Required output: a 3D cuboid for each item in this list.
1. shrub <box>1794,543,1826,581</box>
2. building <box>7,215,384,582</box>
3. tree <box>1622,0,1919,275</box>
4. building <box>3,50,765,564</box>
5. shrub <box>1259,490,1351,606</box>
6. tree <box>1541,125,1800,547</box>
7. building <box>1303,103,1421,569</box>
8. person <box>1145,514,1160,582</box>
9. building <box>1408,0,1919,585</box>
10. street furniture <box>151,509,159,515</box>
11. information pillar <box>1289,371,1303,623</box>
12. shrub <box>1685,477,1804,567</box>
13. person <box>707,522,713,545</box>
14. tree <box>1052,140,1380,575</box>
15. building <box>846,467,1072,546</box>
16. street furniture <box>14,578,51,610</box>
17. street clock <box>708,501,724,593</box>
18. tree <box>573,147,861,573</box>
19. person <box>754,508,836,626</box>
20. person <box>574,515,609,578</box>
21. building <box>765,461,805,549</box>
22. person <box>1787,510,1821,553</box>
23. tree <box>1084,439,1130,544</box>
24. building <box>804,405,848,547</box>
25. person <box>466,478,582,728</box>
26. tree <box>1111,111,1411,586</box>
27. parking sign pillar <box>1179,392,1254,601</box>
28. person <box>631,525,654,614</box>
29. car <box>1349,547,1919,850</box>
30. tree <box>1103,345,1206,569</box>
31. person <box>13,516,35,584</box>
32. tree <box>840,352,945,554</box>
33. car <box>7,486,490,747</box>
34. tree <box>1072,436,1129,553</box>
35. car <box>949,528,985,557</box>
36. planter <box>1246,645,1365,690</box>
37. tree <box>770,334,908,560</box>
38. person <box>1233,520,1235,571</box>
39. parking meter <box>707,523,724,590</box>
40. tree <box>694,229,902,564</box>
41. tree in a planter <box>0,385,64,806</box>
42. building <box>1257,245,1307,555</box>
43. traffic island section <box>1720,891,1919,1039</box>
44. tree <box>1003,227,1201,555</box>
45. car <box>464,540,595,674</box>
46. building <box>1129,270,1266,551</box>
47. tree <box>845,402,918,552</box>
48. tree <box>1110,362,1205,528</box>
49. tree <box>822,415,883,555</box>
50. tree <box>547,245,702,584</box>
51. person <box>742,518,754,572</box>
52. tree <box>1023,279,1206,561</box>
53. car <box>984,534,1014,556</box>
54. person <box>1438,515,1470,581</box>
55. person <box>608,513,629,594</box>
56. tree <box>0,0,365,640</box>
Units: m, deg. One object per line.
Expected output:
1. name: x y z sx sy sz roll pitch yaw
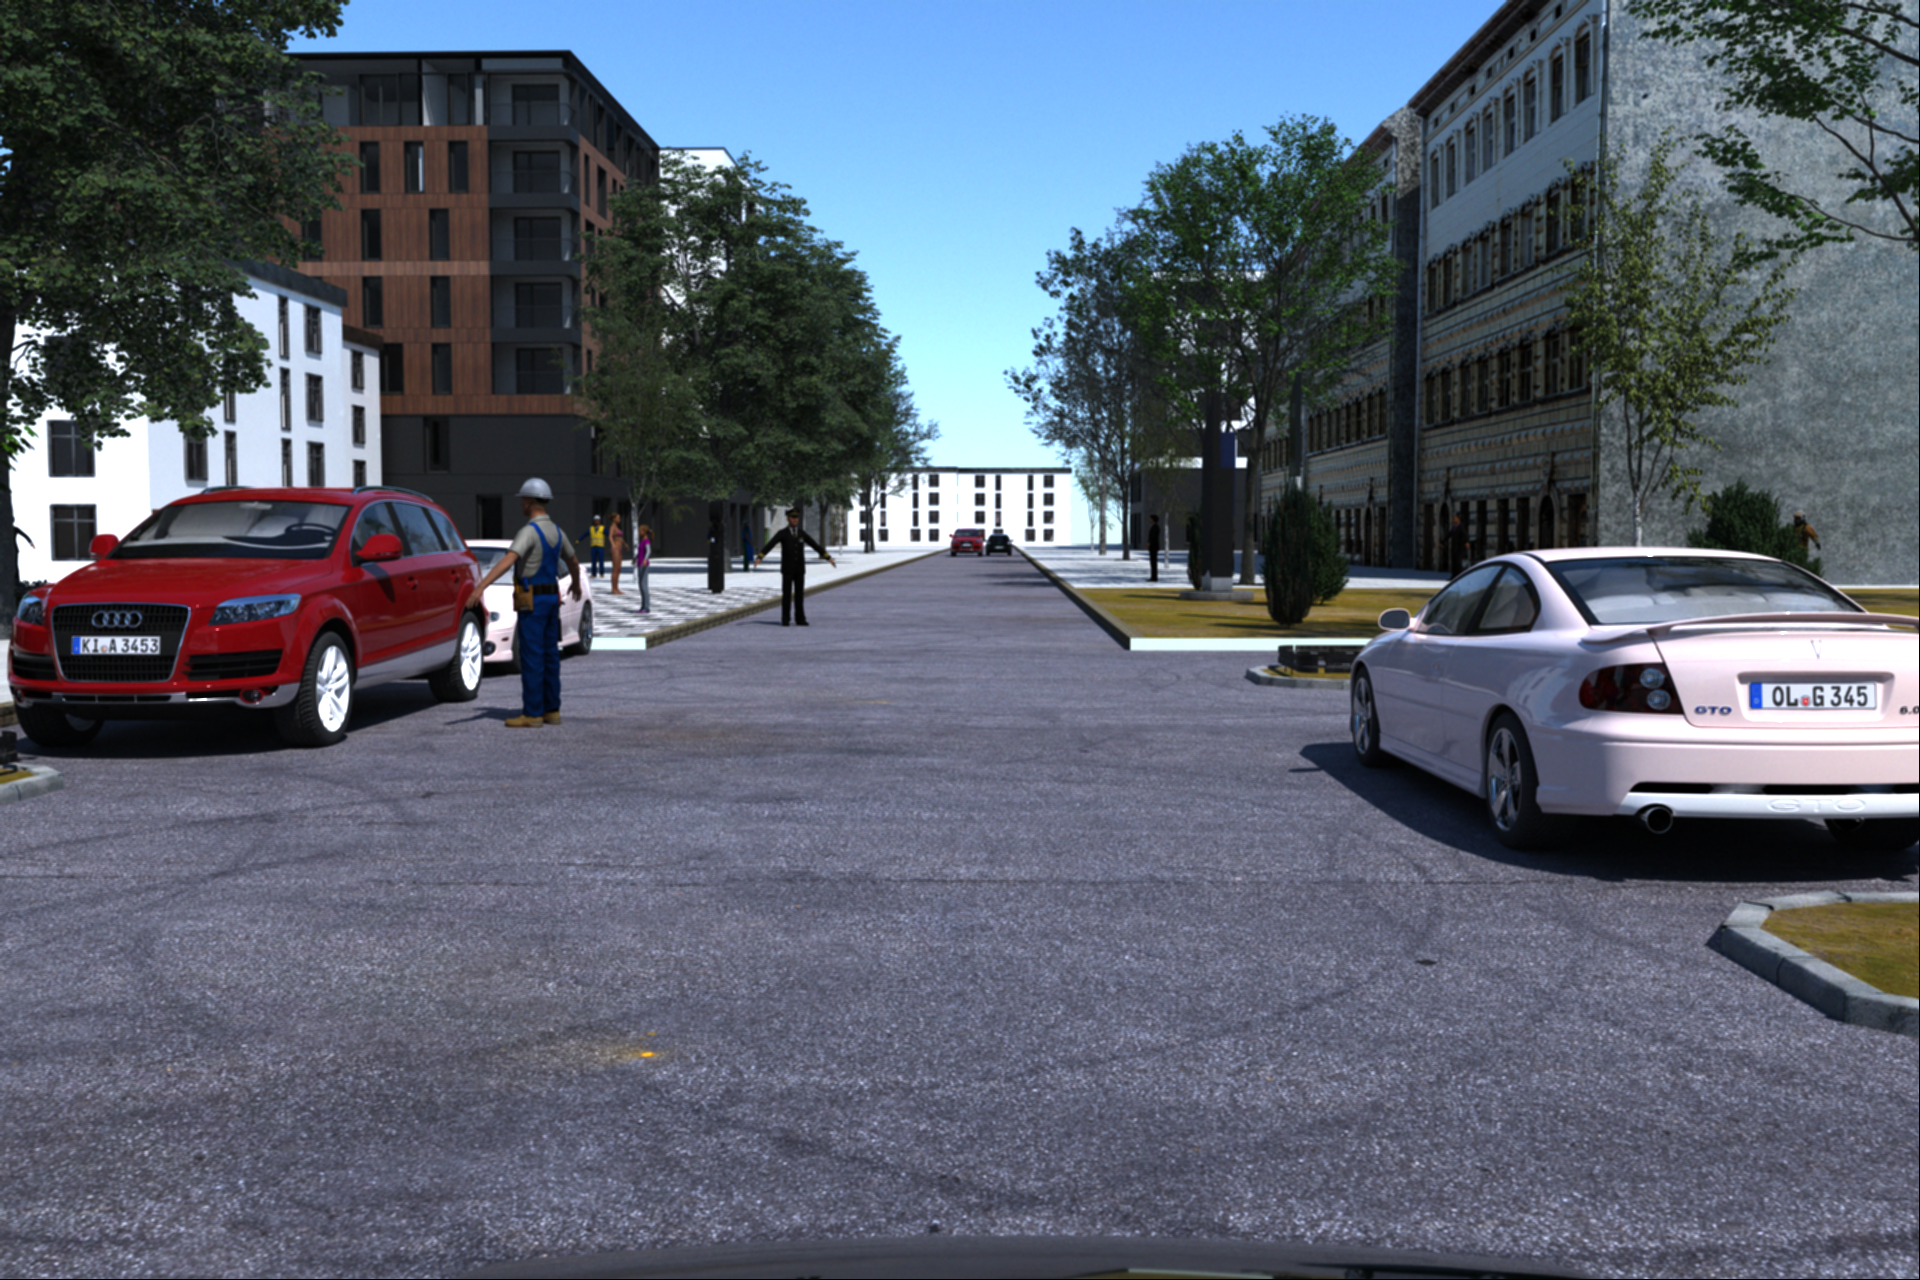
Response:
1. shrub: 12.550 -0.922 26.200 1.383 1.207 1.383 0 3 0
2. building: -25.593 -7.193 59.761 9.099 9.664 28.070 0 4 1
3. tree: 9.920 -5.527 16.123 9.928 11.665 9.643 0 3 0
4. building: -26.429 -15.057 90.164 27.936 21.610 32.646 0 4 2
5. shrub: 6.215 -1.660 31.178 1.661 2.075 1.752 0 3 0
6. tree: 12.614 -4.968 31.594 4.737 8.622 4.395 0 3 0
7. building: 25.394 -14.779 72.571 19.493 23.208 18.063 0 4 1
8. person: 5.181 -2.470 46.579 0.705 1.806 1.347 1 4 13
9. building: 25.272 -13.502 51.680 19.493 23.208 18.063 0 4 1
10. street furniture: -14.989 -1.736 35.232 11.010 1.723 9.812 -2 4 -25
11. information pillar: 4.861 -2.068 25.174 0.183 3.616 0.504 0 4 0
12. shrub: 10.856 -1.228 24.116 1.661 2.075 1.752 0 3 0
13. person: -7.955 -3.070 56.652 0.721 1.772 1.216 1 4 18
14. tree: 7.975 -8.785 53.998 12.009 13.543 11.850 0 3 0
15. building: -0.147 -16.607 216.126 28.070 9.664 9.099 0 4 4
16. street furniture: -14.882 -0.973 22.761 11.010 1.723 9.812 -2 4 -29
17. street clock: -5.261 -2.009 37.411 0.358 2.002 0.471 0 4 2
18. tree: -7.879 -9.156 56.358 9.857 13.997 8.962 0 3 0
19. person: -2.597 -1.141 27.049 1.347 1.837 0.705 -2 4 -25
20. person: -10.706 -2.760 51.094 1.349 1.833 0.705 0 4 6
21. building: -23.317 -17.077 145.665 16.747 18.905 31.486 0 4 2
22. person: 20.147 -2.193 41.621 0.705 1.858 1.354 -1 4 -23
23. tree: 20.539 -18.868 218.866 12.009 13.543 11.850 0 3 0
24. building: -22.119 -21.643 184.784 19.493 23.208 18.063 0 4 2
25. person: -3.183 -0.284 12.956 0.705 1.847 1.347 1 4 22
26. tree: 7.358 -7.171 43.004 9.928 11.665 9.643 0 3 0
27. parking sign pillar: 4.986 -2.757 33.549 1.447 3.967 1.447 0 4 -1
28. person: -5.167 -1.144 27.963 0.599 1.433 0.991 -1 4 -21
29. car: 3.399 0.191 9.235 2.083 1.381 4.827 0 3 0
30. tree: 7.840 -6.969 64.303 4.360 8.622 3.978 0 3 0
31. person: -22.222 -2.063 40.453 1.216 1.740 0.721 0 4 -5
32. tree: -6.035 -12.480 114.412 12.009 13.543 11.850 0 3 0
33. car: -5.211 -0.287 13.360 2.281 1.827 5.304 0 4 1
34. tree: 9.091 -10.398 120.366 4.360 8.622 3.978 0 3 0
35. car: 0.453 -6.262 111.052 2.281 1.827 5.304 0 4 1
36. planter: 3.840 0.260 16.893 1.991 0.319 1.994 0 4 1
37. tree: -6.673 -9.779 85.637 9.928 11.665 9.643 0 3 0
38. person: 9.261 -3.261 59.445 0.705 1.813 1.348 1 4 13
39. parking meter: -5.589 -1.910 39.645 0.372 1.533 0.369 0 3 0
40. tree: -6.945 -10.216 73.692 9.857 13.997 8.962 0 3 0
41. tree in a planter: -6.037 -0.731 9.174 1.991 3.239 1.994 0 4 1
42. building: 27.455 -16.274 97.000 19.493 23.208 18.063 0 4 1
43. traffic island section: 3.595 1.060 5.538 1.991 0.108 1.994 0 4 1
44. tree: 8.894 -15.282 105.742 12.611 20.169 13.585 0 3 0
45. car: -5.361 -0.421 19.239 2.083 1.381 4.827 0 4 1
46. building: 28.520 -18.733 150.260 27.936 21.610 32.646 0 4 1
47. tree: -6.548 -12.252 126.076 9.928 11.665 9.643 0 3 0
48. tree: 7.672 -7.335 70.295 4.360 8.622 3.978 0 3 0
49. tree: -7.335 -9.381 103.742 4.360 8.622 3.978 0 3 0
50. tree: -8.327 -5.766 44.638 4.360 8.622 3.978 0 3 0
51. person: -7.124 -3.184 58.178 0.704 1.817 1.347 -1 4 -12
52. tree: 7.969 -10.593 83.564 12.009 13.543 11.850 0 3 0
53. car: 2.601 -6.512 116.259 2.009 1.686 4.222 0 4 1
54. person: 13.445 -2.492 46.974 0.704 1.802 1.346 -1 4 -19
55. person: -7.270 -1.847 37.003 0.721 1.733 1.217 0 4 3
56. tree: -11.943 -6.977 20.725 9.857 13.997 8.962 0 3 0
